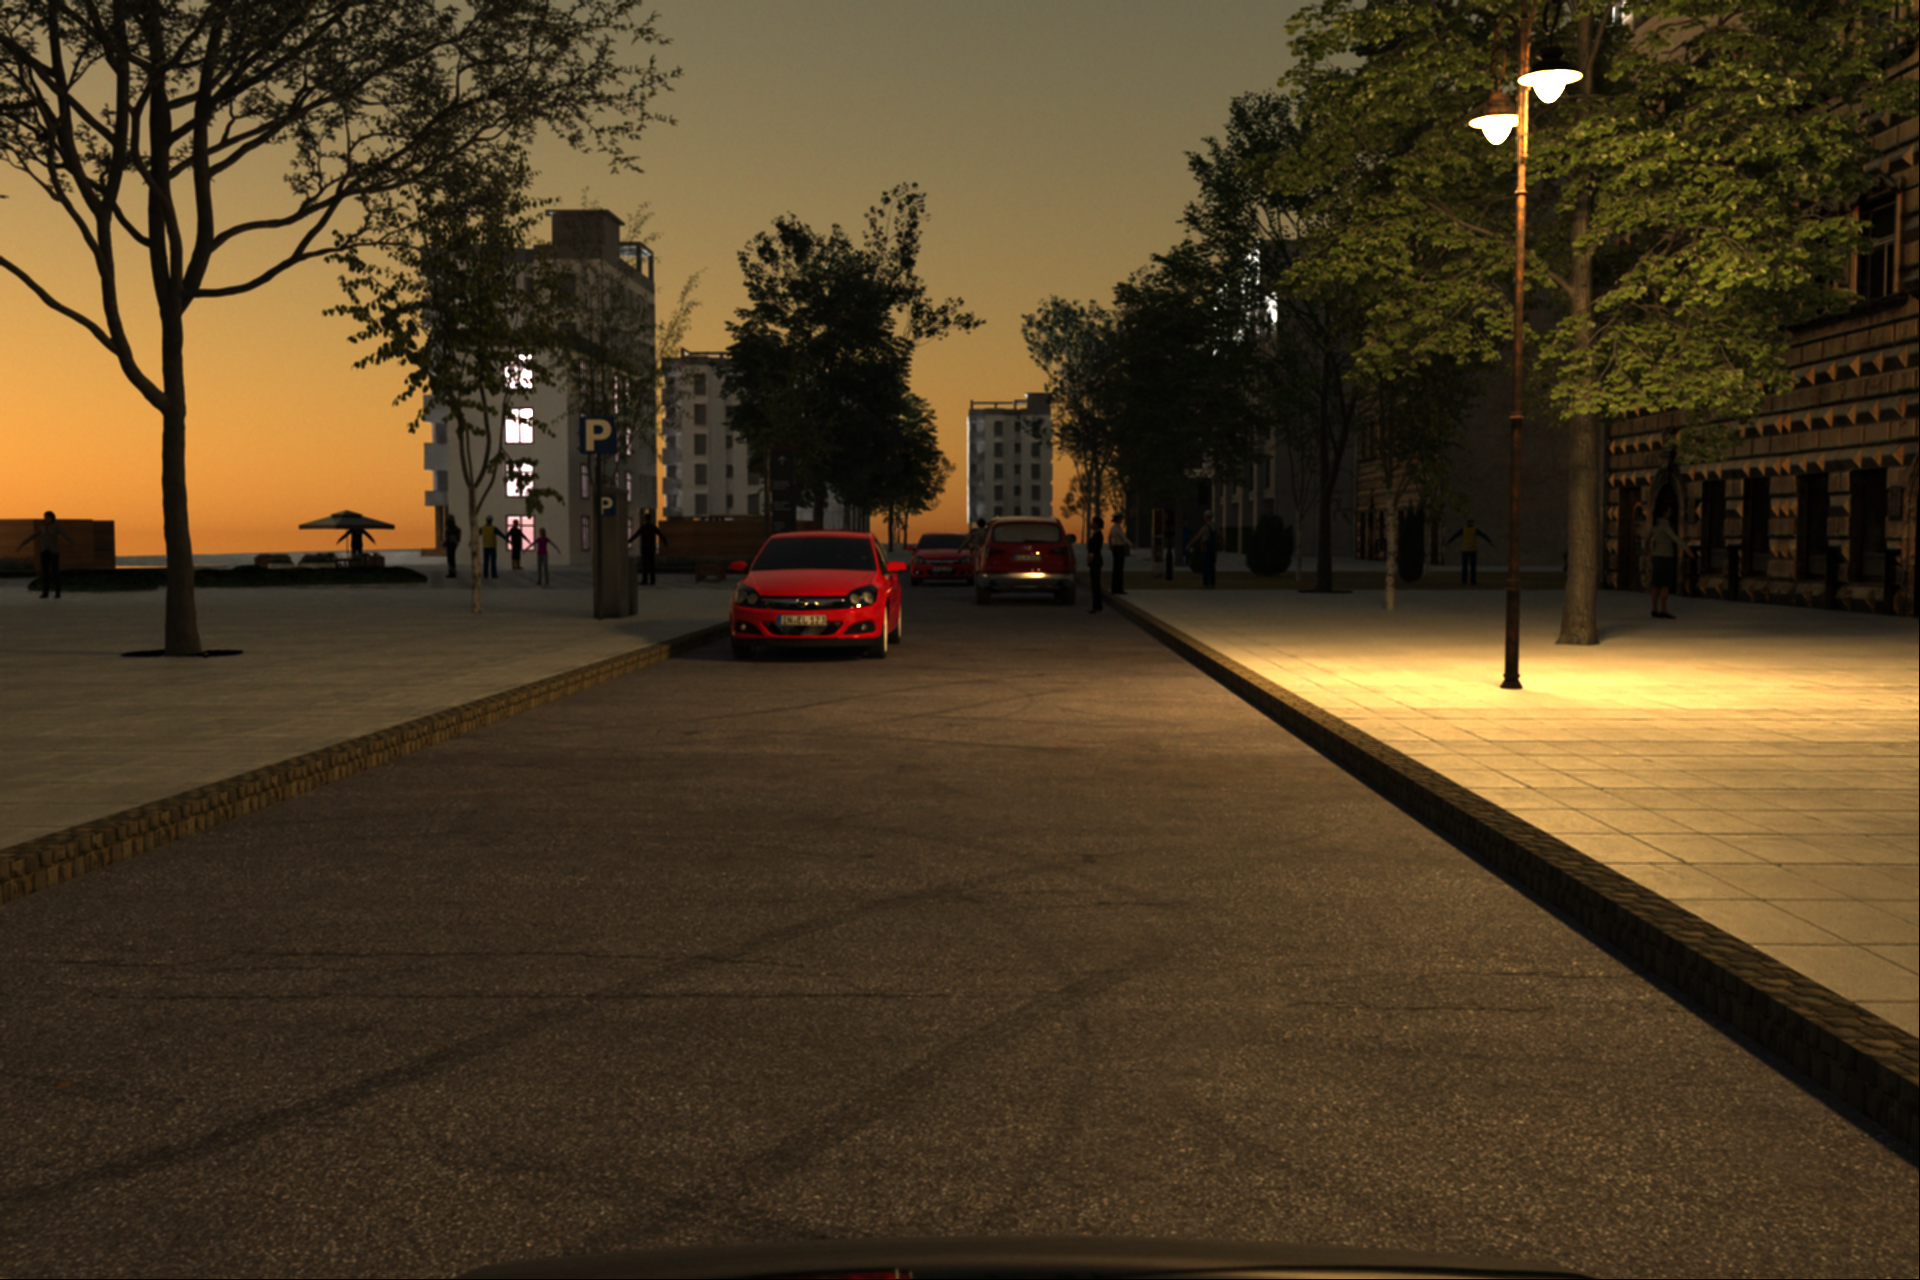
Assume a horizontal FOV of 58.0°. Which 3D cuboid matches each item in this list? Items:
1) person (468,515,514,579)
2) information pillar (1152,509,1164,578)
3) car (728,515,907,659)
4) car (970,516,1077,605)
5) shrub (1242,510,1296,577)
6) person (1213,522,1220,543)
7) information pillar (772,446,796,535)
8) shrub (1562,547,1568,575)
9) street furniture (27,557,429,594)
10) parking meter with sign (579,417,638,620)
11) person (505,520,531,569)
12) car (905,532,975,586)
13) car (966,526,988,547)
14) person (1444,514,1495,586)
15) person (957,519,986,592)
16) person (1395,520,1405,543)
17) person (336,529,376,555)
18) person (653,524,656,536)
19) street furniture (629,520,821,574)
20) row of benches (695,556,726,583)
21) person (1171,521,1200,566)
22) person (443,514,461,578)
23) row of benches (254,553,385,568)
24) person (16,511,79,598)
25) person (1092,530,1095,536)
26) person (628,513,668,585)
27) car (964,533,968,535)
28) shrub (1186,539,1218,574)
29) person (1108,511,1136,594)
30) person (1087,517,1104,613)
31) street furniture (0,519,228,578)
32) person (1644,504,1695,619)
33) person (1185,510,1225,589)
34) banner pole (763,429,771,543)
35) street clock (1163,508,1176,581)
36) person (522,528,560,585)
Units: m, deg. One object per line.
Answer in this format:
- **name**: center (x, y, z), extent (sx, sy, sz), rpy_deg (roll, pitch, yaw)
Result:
- **person**: center (-13.558, -2.692, 49.979), extent (1.349, 1.833, 0.705), rpy_deg (0, 4, 5)
- **information pillar**: center (5.821, -2.838, 50.901), extent (0.304, 2.012, 0.304), rpy_deg (0, 4, 1)
- **car**: center (-1.698, -0.749, 21.283), extent (2.155, 1.783, 4.494), rpy_deg (0, 4, 1)
- **car**: center (1.355, -1.712, 36.659), extent (2.281, 1.827, 5.304), rpy_deg (0, 4, 1)
- **shrub**: center (9.300, -2.915, 52.082), extent (1.690, 2.028, 1.600), rpy_deg (0, 3, 0)
- **person**: center (10.677, -4.116, 73.563), extent (0.705, 1.796, 1.348), rpy_deg (-2, 4, -28)
- **information pillar**: center (-5.219, -3.796, 51.438), extent (0.750, 3.857, 0.750), rpy_deg (0, 4, 2)
- **shrub**: center (17.889, -2.381, 50.051), extent (1.383, 1.207, 1.383), rpy_deg (0, 3, 0)
- **street furniture**: center (-18.047, -1.636, 42.372), extent (5.734, 0.657, 10.072), rpy_deg (3, 4, 37)
- **parking meter with sign**: center (-5.351, -1.859, 26.649), extent (0.543, 3.016, 1.738), rpy_deg (0, 4, 2)
- **person**: center (-16.200, -3.497, 63.310), extent (0.704, 1.812, 1.346), rpy_deg (2, 4, 25)
- **car**: center (-0.450, -2.459, 49.244), extent (2.155, 1.783, 4.494), rpy_deg (0, 4, 1)
- **car**: center (1.206, -4.226, 77.775), extent (2.281, 1.827, 5.304), rpy_deg (0, 4, 2)
- **person**: center (12.736, -2.253, 43.299), extent (1.216, 1.772, 0.721), rpy_deg (1, 4, 17)
- **person**: center (0.543, -2.075, 42.566), extent (1.347, 1.806, 0.705), rpy_deg (1, 4, 18)
- **person**: center (16.440, -3.523, 63.742), extent (1.345, 1.843, 0.704), rpy_deg (-3, 4, -39)
- **person**: center (-21.314, -3.379, 61.179), extent (1.347, 1.837, 0.705), rpy_deg (0, 4, -5)
- **person**: center (-13.779, -4.297, 77.065), extent (0.721, 1.733, 1.217), rpy_deg (-2, 4, -25)
- **street furniture**: center (-8.729, -3.165, 58.609), extent (9.812, 1.723, 11.010), rpy_deg (1, 4, 11)
- **row of benches**: center (-6.858, -1.971, 47.696), extent (1.422, 0.672, 4.104), rpy_deg (0, 4, -5)
- **person**: center (9.000, -3.863, 69.289), extent (1.347, 1.817, 0.704), rpy_deg (-1, 4, -9)
- **person**: center (-14.965, -2.755, 50.826), extent (0.705, 1.856, 1.354), rpy_deg (-2, 4, -25)
- **row of benches**: center (-20.831, -2.487, 56.132), extent (4.104, 0.672, 1.422), rpy_deg (-2, 4, -26)
- **person**: center (-18.268, -1.709, 34.699), extent (1.215, 1.744, 0.721), rpy_deg (0, 4, -3)
- **person**: center (6.166, -4.480, 79.440), extent (0.705, 1.806, 1.347), rpy_deg (0, 4, -3)
- **person**: center (-7.904, -2.297, 43.787), extent (1.346, 1.802, 0.704), rpy_deg (-3, 5, -44)
- **car**: center (0.676, -6.831, 121.286), extent (1.945, 1.707, 3.694), rpy_deg (0, 4, 1)
- **shrub**: center (7.767, -2.716, 55.527), extent (1.383, 1.207, 1.383), rpy_deg (0, 3, 0)
- **person**: center (3.455, -1.873, 37.084), extent (0.721, 1.778, 1.216), rpy_deg (-1, 4, -19)
- **person**: center (2.392, -1.361, 31.426), extent (0.721, 1.740, 1.216), rpy_deg (0, 4, 7)
- **street furniture**: center (-30.134, -2.901, 54.288), extent (9.812, 1.723, 11.010), rpy_deg (2, 4, 30)
- **person**: center (10.777, -1.197, 26.400), extent (0.721, 1.735, 1.217), rpy_deg (-1, 4, -11)
- **person**: center (5.787, -2.116, 40.458), extent (1.347, 1.847, 0.705), rpy_deg (-3, 5, -41)
- **banner pole**: center (-4.636, -3.164, 41.756), extent (0.401, 3.779, 0.863), rpy_deg (0, 4, 3)
- **street clock**: center (5.785, -2.646, 47.831), extent (0.358, 2.002, 0.471), rpy_deg (0, 4, 2)
- **person**: center (-10.572, -2.110, 43.773), extent (0.991, 1.433, 0.599), rpy_deg (0, 4, 7)
